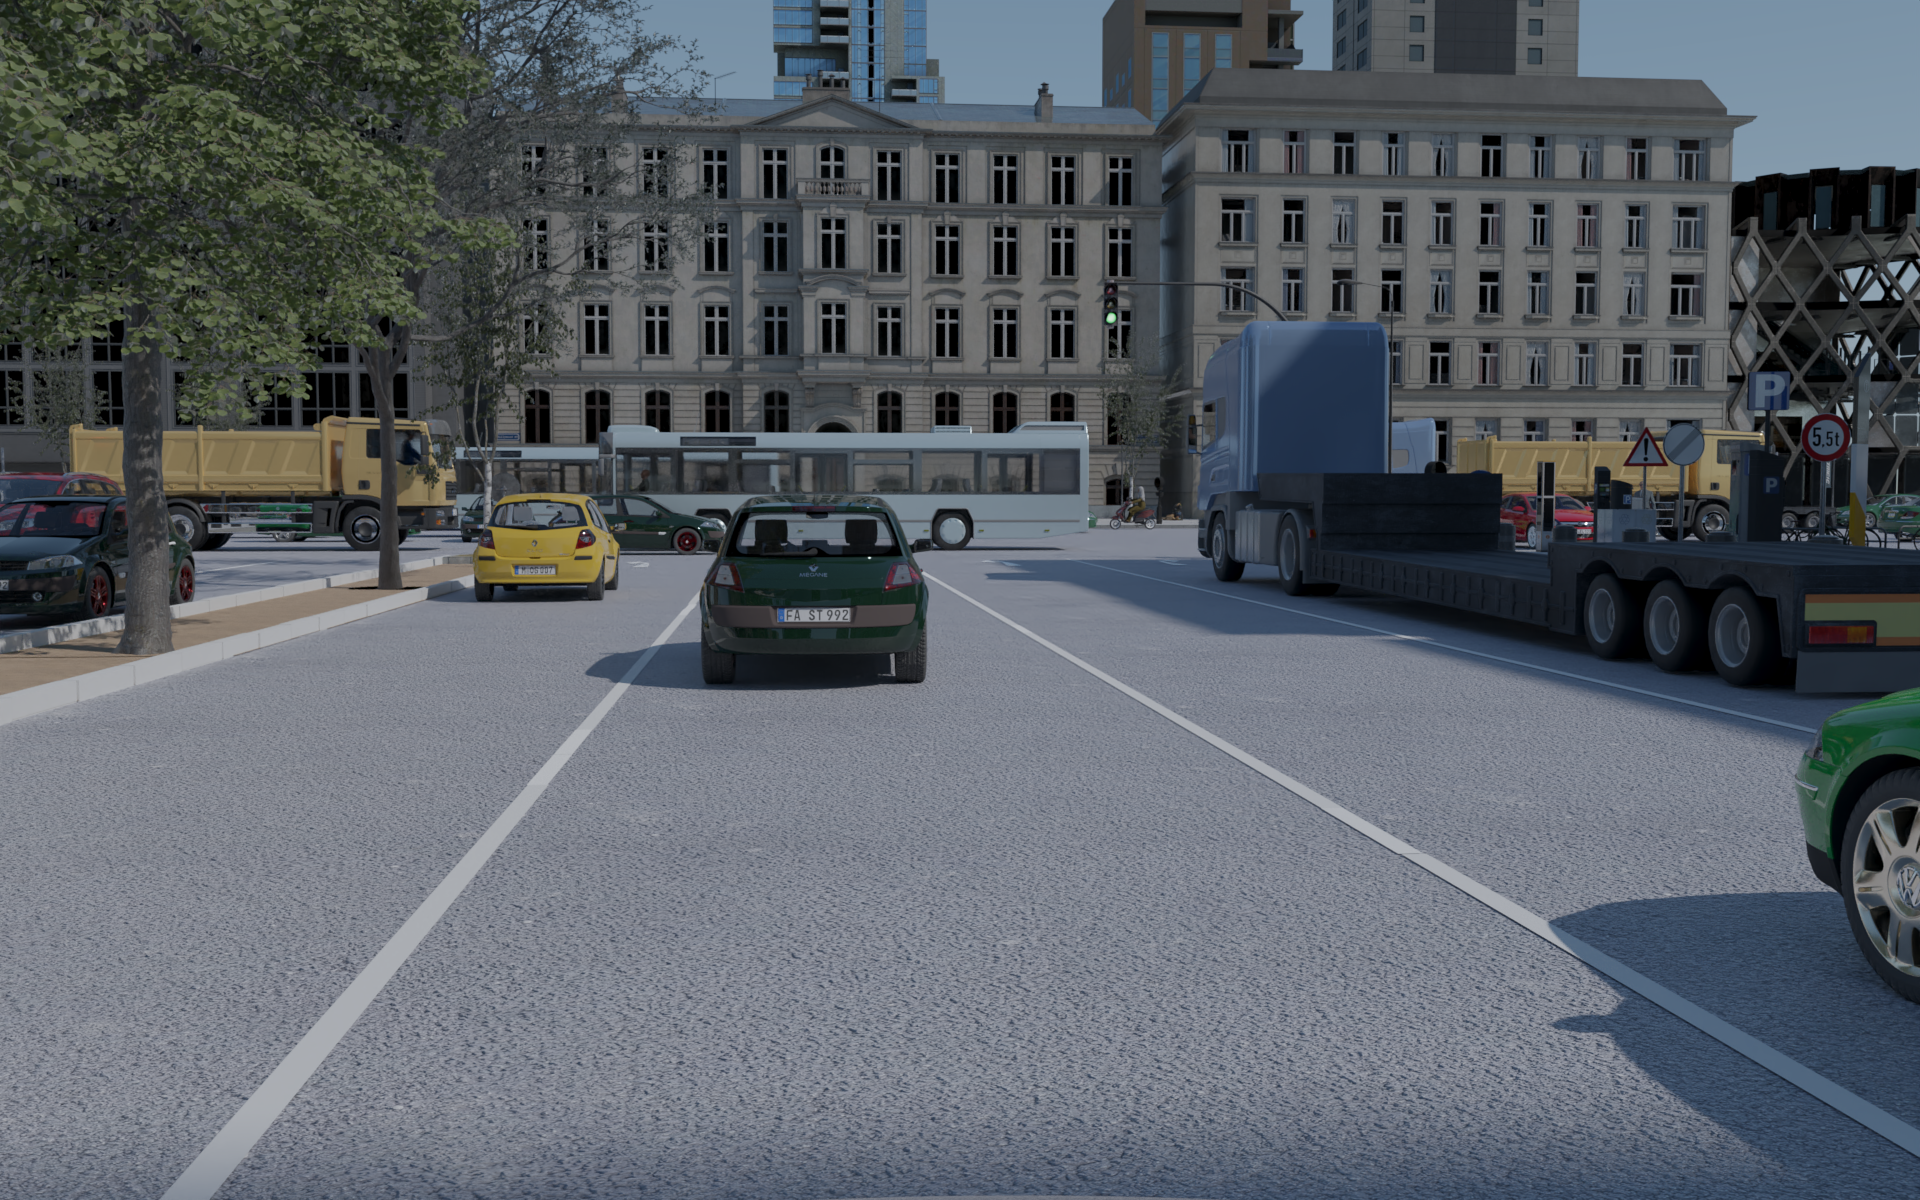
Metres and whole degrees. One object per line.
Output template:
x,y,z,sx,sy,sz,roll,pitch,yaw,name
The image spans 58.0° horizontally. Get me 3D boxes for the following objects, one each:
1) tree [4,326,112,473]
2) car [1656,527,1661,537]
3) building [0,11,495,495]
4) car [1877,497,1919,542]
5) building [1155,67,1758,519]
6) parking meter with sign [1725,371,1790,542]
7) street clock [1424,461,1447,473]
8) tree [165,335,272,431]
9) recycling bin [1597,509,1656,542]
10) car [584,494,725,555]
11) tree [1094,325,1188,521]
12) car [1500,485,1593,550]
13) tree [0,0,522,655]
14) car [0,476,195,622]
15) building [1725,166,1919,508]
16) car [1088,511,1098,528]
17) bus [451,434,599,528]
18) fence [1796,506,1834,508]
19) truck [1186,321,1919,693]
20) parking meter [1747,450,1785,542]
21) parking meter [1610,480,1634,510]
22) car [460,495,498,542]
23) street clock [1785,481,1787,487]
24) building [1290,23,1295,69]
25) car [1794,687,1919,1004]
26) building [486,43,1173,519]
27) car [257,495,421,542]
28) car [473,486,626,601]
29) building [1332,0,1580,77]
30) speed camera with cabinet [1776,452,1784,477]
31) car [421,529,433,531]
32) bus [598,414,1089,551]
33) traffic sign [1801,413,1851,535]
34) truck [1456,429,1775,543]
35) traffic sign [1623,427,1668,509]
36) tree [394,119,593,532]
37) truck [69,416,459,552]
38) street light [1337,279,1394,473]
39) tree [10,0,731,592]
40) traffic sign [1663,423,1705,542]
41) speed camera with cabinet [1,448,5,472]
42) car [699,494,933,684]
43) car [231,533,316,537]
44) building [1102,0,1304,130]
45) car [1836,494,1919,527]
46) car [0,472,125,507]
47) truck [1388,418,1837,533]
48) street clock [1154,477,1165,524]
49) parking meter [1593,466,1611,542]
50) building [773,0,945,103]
-37.108,-7.422,71.713,4.360,8.622,3.978,0,3,0,tree
24.592,-2.848,58.923,4.827,1.381,2.083,0,4,-6,car
-37.108,-18.056,88.717,24.014,27.812,14.314,0,4,-6,building
30.006,-2.438,51.656,4.920,1.459,2.131,0,4,-4,car
25.253,-16.075,96.118,30.059,22.955,16.112,0,4,-6,building
11.683,-1.792,25.564,0.543,3.016,1.738,1,4,11,parking meter with sign
10.453,-2.051,38.104,0.471,2.002,0.358,-2,4,-30,street clock
-34.223,-7.915,79.766,4.360,8.622,3.978,0,3,0,tree
10.996,-0.981,28.594,0.722,1.027,0.722,0,4,-2,recycling bin
-7.680,-1.917,41.127,4.222,1.686,2.009,0,4,-6,car
7.806,-7.726,76.683,4.360,8.622,3.978,0,3,0,tree
15.520,-2.263,46.039,2.155,1.783,4.494,0,4,-5,car
-7.442,-5.811,15.586,7.486,12.596,7.792,0,3,0,tree
-10.359,-0.631,20.105,2.009,1.686,4.222,0,4,-4,car
48.542,-14.154,98.873,16.811,18.784,16.820,0,4,-6,building
2.636,-3.183,63.834,4.920,1.459,2.131,0,4,-7,car
-12.760,-3.881,58.312,13.247,3.499,2.948,0,4,-5,bus
43.252,-4.421,87.658,0.278,0.683,2.069,-2,4,-33,fence
6.086,-1.929,21.293,2.967,4.110,18.799,0,4,-5,truck
10.702,-1.058,23.005,0.399,1.863,0.255,0,4,-7,parking meter
11.706,-1.361,30.671,0.372,1.533,0.369,0,3,0,parking meter
-14.062,-2.631,52.796,2.009,1.686,4.222,0,4,-5,car
40.437,-4.937,85.295,0.471,2.002,0.358,1,4,20,street clock
39.218,-50.223,259.396,20.611,71.187,20.563,0,4,-6,building
3.702,0.320,3.572,1.959,1.807,4.718,0,4,-8,car
-6.950,-16.727,92.577,34.723,24.649,14.460,0,4,-6,building
-18.782,-2.475,52.267,4.920,1.459,2.131,0,4,-6,car
-5.810,-0.881,24.622,2.015,1.641,3.980,0,4,-7,car
48.124,-45.097,175.582,20.611,71.187,20.563,0,4,-6,building
38.182,-5.402,82.654,0.660,3.252,2.038,-2,4,-32,speed camera with cabinet
-19.849,-3.565,67.875,3.694,1.707,1.945,0,4,-5,car
-3.434,-3.040,44.559,13.247,3.499,2.948,0,4,-4,bus
13.616,-1.665,27.329,0.768,2.556,0.104,0,4,3,traffic sign
20.164,-3.452,52.363,9.791,3.379,3.469,0,4,-5,truck
13.247,-2.051,33.530,0.884,2.594,0.081,0,4,-1,traffic sign
-9.236,-4.948,33.716,4.360,8.622,3.978,0,3,0,tree
-17.039,-2.944,44.056,9.791,3.379,3.469,0,4,-6,truck
8.840,-3.984,37.680,1.470,5.913,1.316,0,4,-6,street light
-8.469,-6.881,25.333,12.009,13.543,11.850,0,3,0,tree
13.025,-1.906,31.265,0.768,2.556,0.104,0,4,-2,traffic sign
-43.379,-5.070,77.227,2.038,3.252,0.660,3,5,44,speed camera with cabinet
-1.197,-0.289,14.507,2.009,1.686,4.222,0,4,-4,car
-22.728,-2.732,56.675,4.499,1.417,2.014,0,4,-7,car
20.179,-30.464,148.202,14.600,45.320,14.200,0,4,-6,building
39.543,-3.794,73.833,4.920,1.459,2.131,0,4,-5,car
-15.865,-1.281,29.619,2.281,1.827,5.304,0,4,-5,car
22.274,-4.462,62.720,18.799,4.110,2.967,0,4,-6,truck
8.492,-4.234,73.795,0.358,2.002,0.471,-2,4,-28,street clock
13.430,-1.868,36.246,0.255,1.863,0.399,0,4,6,parking meter
-15.498,-57.587,254.214,31.000,86.520,22.319,0,4,-6,building
